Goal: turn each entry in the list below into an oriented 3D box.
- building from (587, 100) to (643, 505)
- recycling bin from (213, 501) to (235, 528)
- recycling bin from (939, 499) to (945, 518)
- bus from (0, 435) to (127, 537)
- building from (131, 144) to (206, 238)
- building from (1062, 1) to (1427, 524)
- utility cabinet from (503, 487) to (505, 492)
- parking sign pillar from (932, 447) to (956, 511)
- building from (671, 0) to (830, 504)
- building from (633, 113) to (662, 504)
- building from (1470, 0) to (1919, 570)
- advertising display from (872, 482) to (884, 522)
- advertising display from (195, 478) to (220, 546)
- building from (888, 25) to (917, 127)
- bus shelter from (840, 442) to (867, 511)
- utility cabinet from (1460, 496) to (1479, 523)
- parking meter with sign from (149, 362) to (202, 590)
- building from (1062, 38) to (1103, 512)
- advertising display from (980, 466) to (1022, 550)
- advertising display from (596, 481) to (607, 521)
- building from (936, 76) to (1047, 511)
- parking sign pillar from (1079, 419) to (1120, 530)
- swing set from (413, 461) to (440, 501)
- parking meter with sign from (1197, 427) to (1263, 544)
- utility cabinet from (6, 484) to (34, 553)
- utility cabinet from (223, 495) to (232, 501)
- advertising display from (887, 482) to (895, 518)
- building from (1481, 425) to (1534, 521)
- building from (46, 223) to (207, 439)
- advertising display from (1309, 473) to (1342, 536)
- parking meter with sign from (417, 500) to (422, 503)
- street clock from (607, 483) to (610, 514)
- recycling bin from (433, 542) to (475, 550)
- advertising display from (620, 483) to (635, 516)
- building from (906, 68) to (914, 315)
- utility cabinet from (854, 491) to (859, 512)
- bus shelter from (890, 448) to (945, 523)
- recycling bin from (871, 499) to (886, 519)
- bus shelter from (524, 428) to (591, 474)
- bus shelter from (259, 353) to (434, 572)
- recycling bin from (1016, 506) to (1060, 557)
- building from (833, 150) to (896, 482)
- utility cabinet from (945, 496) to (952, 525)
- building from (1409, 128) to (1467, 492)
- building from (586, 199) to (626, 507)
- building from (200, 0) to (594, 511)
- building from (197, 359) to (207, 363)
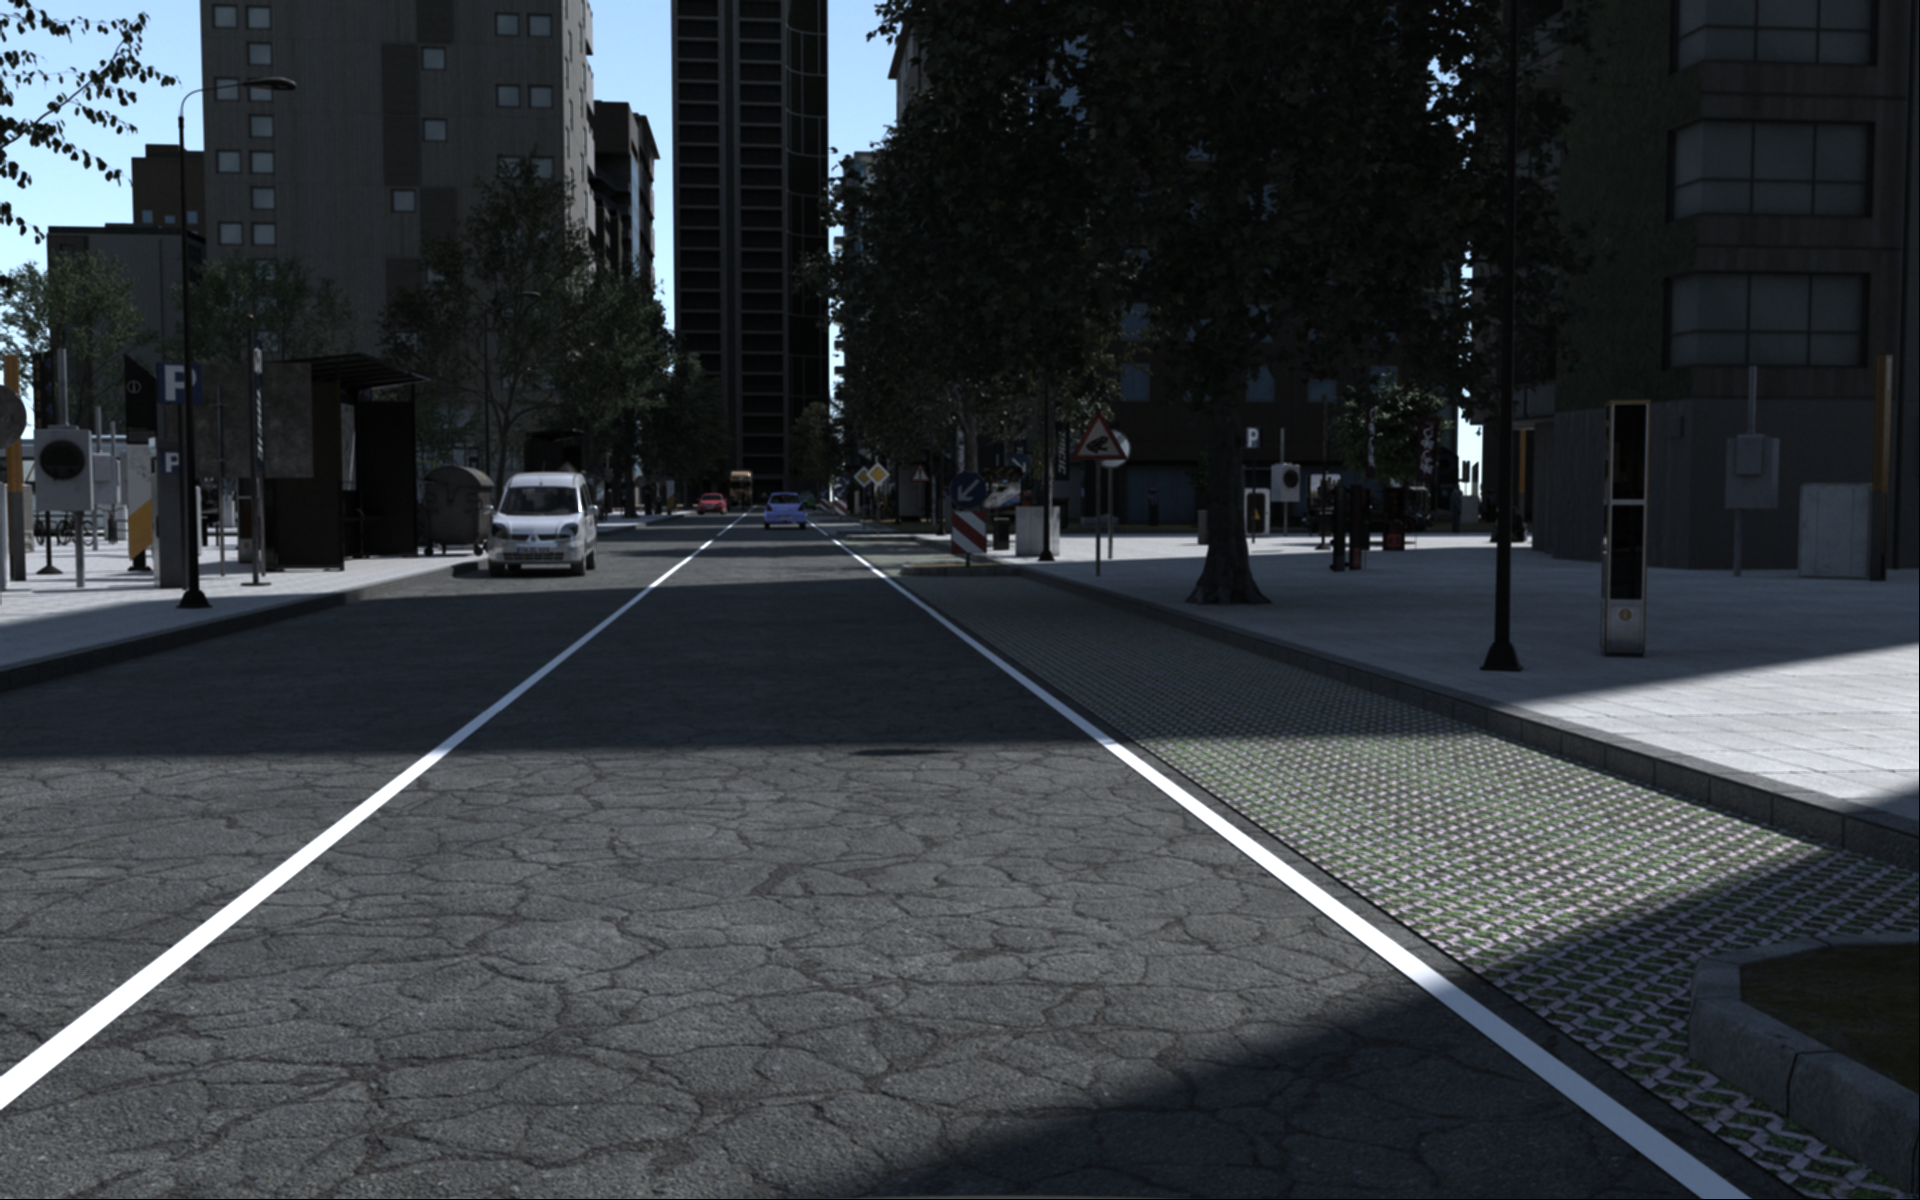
[{"bbox_3d":[-43.444,-33.252,193.786,14.200,45.320,14.600,0,4,-6],"label":"building"},{"bbox_3d":[-27.903,-3.247,65.647,0.722,1.027,0.722,-1,4,-17],"label":"recycling bin"},{"bbox_3d":[-0.938,-4.844,91.756,0.722,1.027,0.722,-1,4,-17],"label":"recycling bin"},{"bbox_3d":[-32.594,-3.653,54.589,13.247,3.499,2.948,0,4,-5],"label":"bus"},{"bbox_3d":[-97.197,-35.173,225.187,14.200,45.320,14.600,0,4,-6],"label":"building"},{"bbox_3d":[11.937,-26.234,79.032,14.200,45.320,14.600,0,4,-6],"label":"building"},{"bbox_3d":[-13.118,-2.656,52.098,1.173,1.500,0.318,-1,4,-18],"label":"utility cabinet"},{"bbox_3d":[-0.920,-6.772,99.195,1.447,3.967,1.447,-1,4,-15],"label":"parking sign pillar"},{"bbox_3d":[-28.194,-48.794,236.028,20.611,71.187,20.563,0,4,-6],"label":"building"},{"bbox_3d":[-53.359,-39.612,236.898,27.495,52.752,28.713,0,4,-6],"label":"building"},{"bbox_3d":[18.540,-21.527,35.558,14.154,41.232,14.086,0,4,-6],"label":"building"},{"bbox_3d":[-3.829,-4.617,80.704,0.123,1.923,0.974,2,4,26],"label":"advertising display"},{"bbox_3d":[-18.618,-2.270,42.331,0.974,1.923,0.123,-3,4,-39],"label":"advertising display"},{"bbox_3d":[7.308,-36.841,191.587,28.713,52.752,27.495,0,4,-6],"label":"building"},{"bbox_3d":[-7.900,-9.340,130.344,2.179,5.291,8.768,0,4,-6],"label":"bus shelter"},{"bbox_3d":[22.119,-3.946,75.678,1.020,1.237,0.306,0,4,-6],"label":"utility cabinet"},{"bbox_3d":[-10.796,-1.680,23.734,0.543,3.016,1.738,-2,4,-33],"label":"parking meter with sign"},{"bbox_3d":[3.996,-30.933,155.862,14.600,45.320,14.200,0,4,-6],"label":"building"},{"bbox_3d":[0.947,-2.119,39.863,0.974,1.923,0.123,-1,4,-9],"label":"advertising display"},{"bbox_3d":[-17.168,-4.739,82.696,0.123,1.923,0.974,-3,5,-43],"label":"advertising display"},{"bbox_3d":[10.975,-49.110,115.619,22.319,86.520,31.000,0,4,-6],"label":"building"},{"bbox_3d":[5.018,-4.509,62.196,1.447,3.967,1.447,-1,4,-16],"label":"parking sign pillar"},{"bbox_3d":[-26.236,-5.191,82.489,3.119,2.851,2.862,0,4,5],"label":"swing set"},{"bbox_3d":[6.939,-2.960,44.650,1.738,3.016,0.543,-2,4,-31],"label":"parking meter with sign"},{"bbox_3d":[-20.610,-1.753,37.348,0.318,1.500,1.173,2,4,26],"label":"utility cabinet"},{"bbox_3d":[-42.706,-5.465,100.521,1.020,1.237,0.306,0,4,4],"label":"utility cabinet"},{"bbox_3d":[-3.611,-5.357,92.796,0.123,1.923,0.974,2,4,35],"label":"advertising display"},{"bbox_3d":[37.475,-28.132,83.661,21.600,48.544,21.300,0,4,-6],"label":"building"},{"bbox_3d":[-89.118,-25.508,188.757,14.107,30.474,14.160,0,4,-6],"label":"building"},{"bbox_3d":[11.058,-2.889,52.451,0.974,1.923,0.123,0,4,7],"label":"advertising display"},{"bbox_3d":[-40.918,-8.134,129.246,0.543,3.016,1.738,2,4,27],"label":"parking meter with sign"},{"bbox_3d":[-22.579,-6.483,110.564,0.471,2.002,0.358,-1,4,-19],"label":"street clock"},{"bbox_3d":[-12.122,-1.769,41.481,0.722,1.027,0.722,2,4,35],"label":"recycling bin"},{"bbox_3d":[-19.176,-5.790,99.876,0.123,1.923,0.974,3,5,45],"label":"advertising display"},{"bbox_3d":[2.202,-31.807,170.150,14.600,45.320,14.200,0,4,-6],"label":"building"},{"bbox_3d":[-6.896,-6.862,120.867,0.318,1.500,1.173,2,4,34],"label":"utility cabinet"},{"bbox_3d":[-1.950,-5.156,78.231,2.014,3.302,5.546,0,4,-6],"label":"bus shelter"},{"bbox_3d":[-4.295,-4.798,91.001,0.722,1.027,0.722,0,4,-7],"label":"recycling bin"},{"bbox_3d":[-14.878,-4.466,64.296,1.731,3.624,6.357,0,4,-6],"label":"bus shelter"},{"bbox_3d":[-11.120,-2.478,31.797,1.731,3.624,6.357,0,4,-6],"label":"bus shelter"},{"bbox_3d":[1.607,-1.422,35.804,0.722,1.027,0.722,2,4,26],"label":"recycling bin"},{"bbox_3d":[-2.328,-37.978,240.553,30.456,49.044,23.786,0,4,-6],"label":"building"},{"bbox_3d":[-0.470,-3.673,71.213,0.306,1.237,1.020,0,3,0],"label":"utility cabinet"},{"bbox_3d":[43.123,-33.271,198.604,28.867,44.769,22.147,0,4,-6],"label":"building"},{"bbox_3d":[-40.247,-24.221,167.722,14.160,30.474,14.107,0,4,-6],"label":"building"},{"bbox_3d":[-45.314,-34.014,145.367,28.713,52.752,27.495,0,4,-6],"label":"building"},{"bbox_3d":[-65.460,-53.411,185.939,31.000,86.520,22.319,0,4,-6],"label":"building"}]
